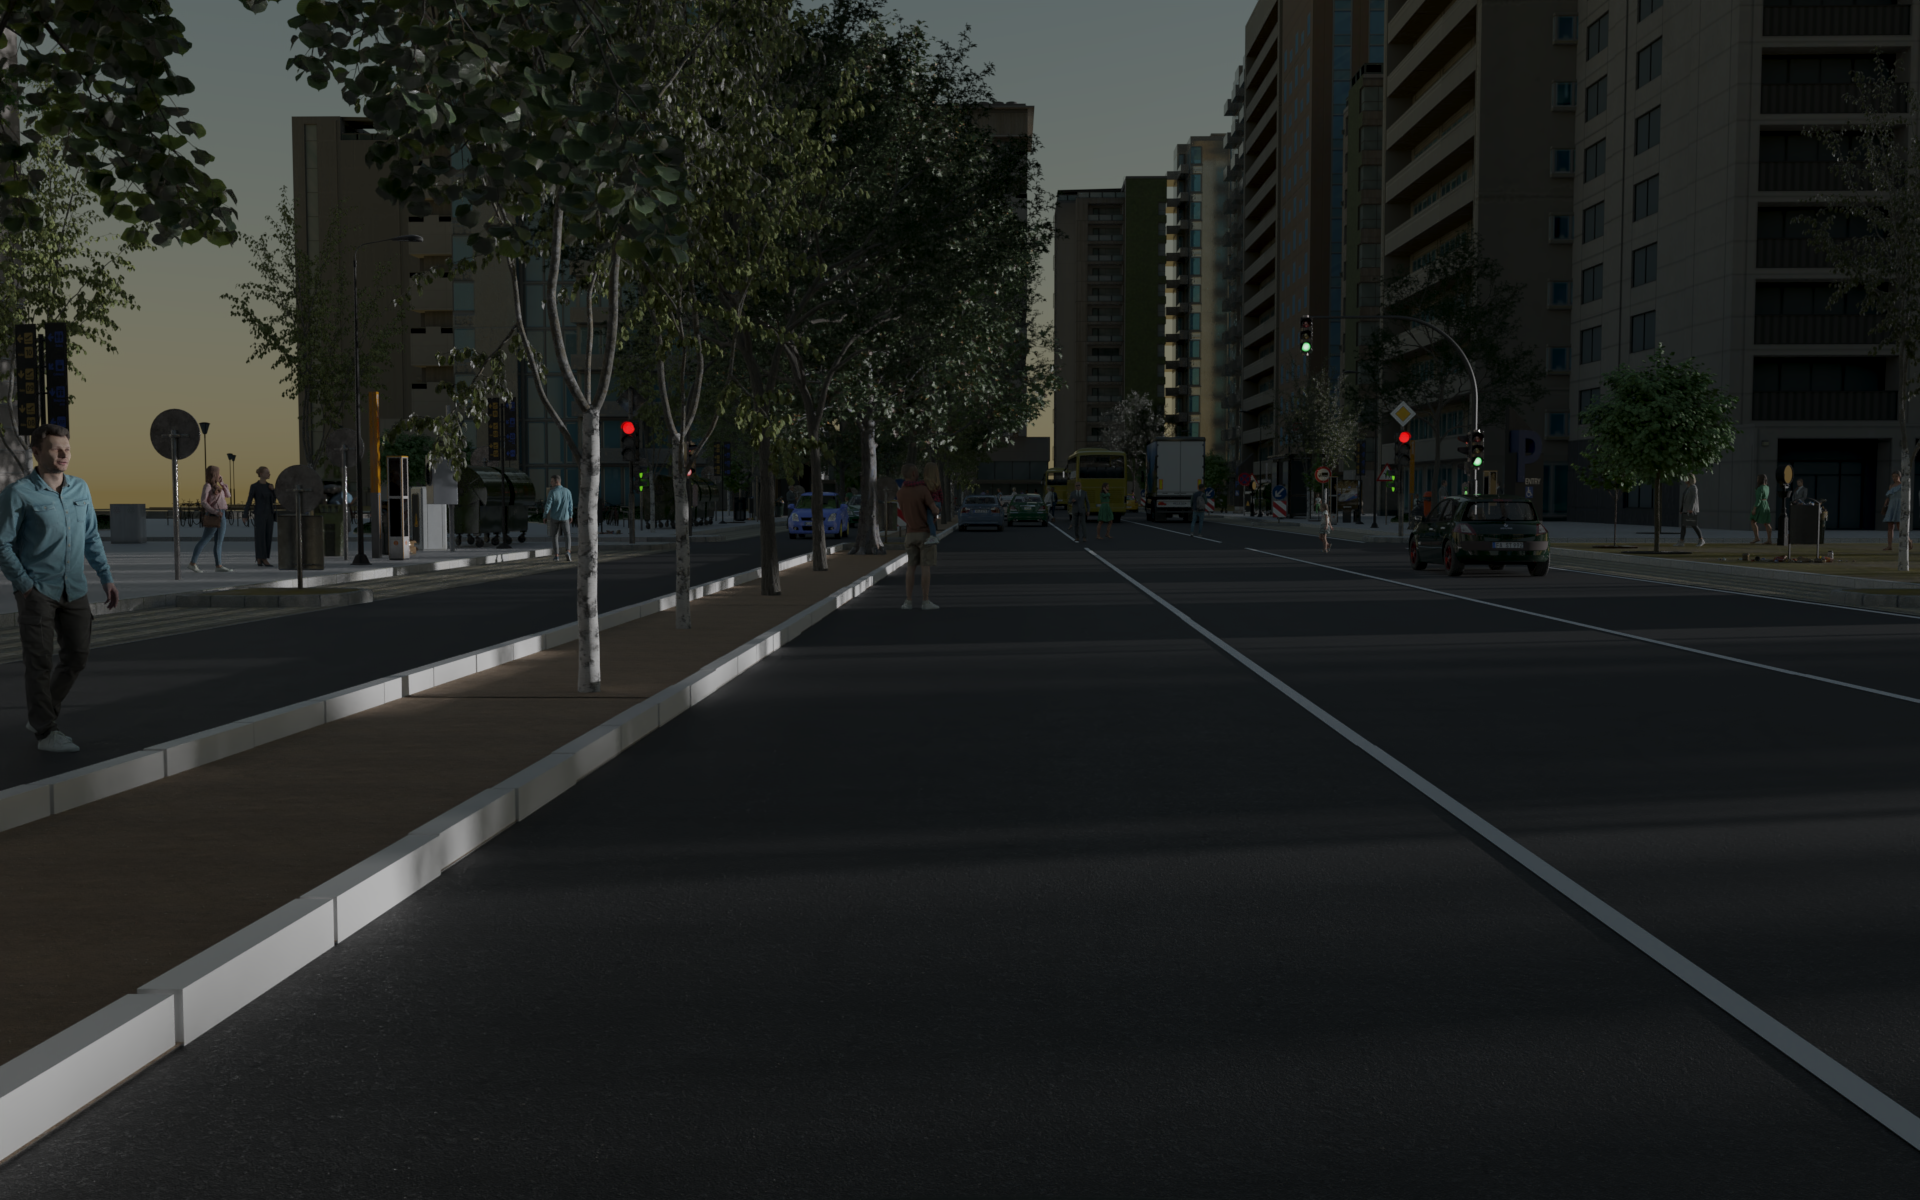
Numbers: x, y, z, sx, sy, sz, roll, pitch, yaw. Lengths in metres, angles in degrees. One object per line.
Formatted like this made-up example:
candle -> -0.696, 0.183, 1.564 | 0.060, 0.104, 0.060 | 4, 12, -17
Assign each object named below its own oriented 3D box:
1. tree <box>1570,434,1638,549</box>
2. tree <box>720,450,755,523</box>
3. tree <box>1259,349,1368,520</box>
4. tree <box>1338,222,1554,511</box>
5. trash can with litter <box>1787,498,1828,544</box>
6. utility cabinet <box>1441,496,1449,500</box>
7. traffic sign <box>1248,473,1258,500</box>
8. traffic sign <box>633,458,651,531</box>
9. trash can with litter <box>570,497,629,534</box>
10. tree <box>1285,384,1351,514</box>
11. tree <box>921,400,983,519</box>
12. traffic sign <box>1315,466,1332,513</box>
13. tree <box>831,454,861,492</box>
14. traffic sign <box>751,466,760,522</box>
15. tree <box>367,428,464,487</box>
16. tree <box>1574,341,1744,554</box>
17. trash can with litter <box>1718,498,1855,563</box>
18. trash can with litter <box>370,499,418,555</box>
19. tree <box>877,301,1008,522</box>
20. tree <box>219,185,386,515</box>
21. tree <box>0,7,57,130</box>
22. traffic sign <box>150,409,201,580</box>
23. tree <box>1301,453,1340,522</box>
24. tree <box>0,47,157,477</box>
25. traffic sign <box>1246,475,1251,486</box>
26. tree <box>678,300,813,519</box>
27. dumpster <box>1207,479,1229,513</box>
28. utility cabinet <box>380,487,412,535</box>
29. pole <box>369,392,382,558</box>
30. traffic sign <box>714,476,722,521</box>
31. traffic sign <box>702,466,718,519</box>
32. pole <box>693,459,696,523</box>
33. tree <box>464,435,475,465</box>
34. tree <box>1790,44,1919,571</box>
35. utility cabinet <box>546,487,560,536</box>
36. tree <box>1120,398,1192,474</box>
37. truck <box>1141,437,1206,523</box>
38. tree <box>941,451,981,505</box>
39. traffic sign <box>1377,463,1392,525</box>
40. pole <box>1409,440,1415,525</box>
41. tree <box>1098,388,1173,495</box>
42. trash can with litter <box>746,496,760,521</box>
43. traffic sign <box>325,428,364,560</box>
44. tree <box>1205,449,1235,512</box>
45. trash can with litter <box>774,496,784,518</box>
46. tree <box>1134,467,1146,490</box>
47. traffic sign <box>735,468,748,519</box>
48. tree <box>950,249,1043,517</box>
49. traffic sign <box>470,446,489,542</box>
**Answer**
tree -> 15.672, -2.852, 41.234 | 1.663, 3.219, 1.824 | 0, 3, 0
tree -> -9.853, -5.004, 76.421 | 1.663, 3.219, 1.824 | 0, 3, 0
tree -> 17.213, -8.310, 86.228 | 4.360, 8.622, 3.978 | 0, 3, 0
tree -> 16.554, -7.629, 59.146 | 7.601, 10.594, 8.767 | 1, 4, 10
trash can with litter -> 21.591, -2.011, 44.272 | 0.624, 1.170, 1.055 | -3, 4, -37
utility cabinet -> 16.042, -2.809, 57.095 | 0.306, 1.237, 1.020 | 1, 4, 19
traffic sign -> 18.032, -6.542, 106.958 | 0.884, 2.594, 0.081 | 1, 4, 9
traffic sign -> -11.173, -3.707, 60.710 | 0.768, 2.556, 0.104 | 1, 4, 9
trash can with litter -> -11.449, -2.714, 55.428 | 2.233, 1.210, 1.678 | 2, 4, 34
tree -> 23.139, -9.907, 112.338 | 4.737, 8.622, 4.395 | 0, 3, 0
tree -> -0.457, -8.876, 97.939 | 4.737, 8.622, 4.395 | 0, 3, 0
traffic sign -> 16.648, -4.852, 79.430 | 0.768, 2.556, 0.104 | 0, 4, 8
tree -> -8.701, -9.444, 138.128 | 4.285, 4.588, 4.351 | 0, 3, 0
traffic sign -> -9.301, -4.861, 79.479 | 0.884, 2.594, 0.081 | 0, 4, 5
tree -> -25.149, -5.770, 78.059 | 4.285, 4.588, 4.351 | 0, 3, 0
tree -> 15.102, -3.289, 37.488 | 4.285, 4.588, 4.351 | 0, 3, 0
trash can with litter -> 15.682, -1.340, 32.969 | 2.233, 1.210, 1.678 | 3, 5, 42
trash can with litter -> -11.968, -1.548, 36.700 | 0.624, 1.170, 1.055 | 1, 4, 11
tree -> -0.748, -10.345, 89.733 | 7.486, 12.596, 7.792 | 0, 3, 0
tree -> -15.689, -5.628, 42.384 | 4.737, 8.622, 4.395 | 0, 3, 0
tree -> -11.891, -5.455, 14.950 | 9.928, 11.665, 9.643 | 0, 3, 0
traffic sign -> -11.699, -1.573, 25.828 | 0.768, 2.556, 0.104 | 0, 4, 3
tree -> 16.743, -5.303, 81.297 | 1.663, 3.219, 1.824 | 0, 3, 0
tree -> -15.655, -4.806, 28.944 | 4.737, 8.622, 4.395 | 0, 3, 0
traffic sign -> 18.887, -6.875, 112.415 | 0.884, 2.594, 0.081 | 0, 4, 3
tree -> -10.700, -10.391, 88.024 | 7.486, 12.596, 7.792 | 0, 3, 0
dumpster -> 17.274, -6.968, 116.420 | 1.502, 2.255, 1.985 | 0, 4, 2
utility cabinet -> -17.143, -2.708, 52.956 | 1.173, 1.500, 0.318 | -1, 4, -19
pole -> -11.686, -2.494, 34.614 | 0.158, 3.312, 0.155 | 0, 3, 0
traffic sign -> -11.505, -4.984, 81.600 | 0.768, 2.556, 0.104 | 0, 4, 2
traffic sign -> -11.288, -4.767, 78.047 | 0.768, 2.556, 0.104 | 0, 4, 2
pole -> -11.736, -5.044, 76.317 | 0.158, 3.312, 0.155 | 0, 3, 0
tree -> -25.480, -6.286, 86.487 | 4.285, 4.588, 4.351 | 0, 3, 0
tree -> 15.961, -4.784, 28.586 | 4.360, 8.622, 3.978 | 0, 3, 0
utility cabinet -> -12.339, -2.680, 52.496 | 0.318, 1.500, 1.173 | -1, 4, -18
tree -> 19.055, -14.182, 166.283 | 8.767, 10.594, 7.601 | 1, 4, 22
truck -> 11.096, -6.211, 90.463 | 2.839, 4.237, 11.283 | 0, 4, 3
tree -> 0.162, -10.097, 117.905 | 4.360, 8.622, 3.978 | 0, 3, 0
traffic sign -> 17.678, -4.390, 71.773 | 0.884, 2.594, 0.081 | 0, 4, 4
pole -> 17.179, -4.404, 65.851 | 0.158, 3.312, 0.155 | 0, 3, 0
tree -> 20.205, -17.754, 200.649 | 12.009, 13.543, 11.850 | 0, 3, 0
trash can with litter -> -10.058, -4.519, 84.946 | 1.678, 1.210, 2.233 | 0, 4, 5
traffic sign -> -11.907, -2.044, 33.522 | 0.768, 2.556, 0.104 | 0, 4, 4
tree -> 17.776, -8.468, 122.165 | 4.285, 4.588, 4.351 | 0, 3, 0
trash can with litter -> -10.110, -5.073, 94.338 | 1.055, 1.170, 0.624 | 0, 4, -1
tree -> 20.247, -12.312, 185.022 | 4.285, 4.588, 4.351 | 0, 3, 0
traffic sign -> -10.422, -5.021, 82.191 | 0.768, 2.556, 0.104 | 0, 4, 6
tree -> -1.733, -15.170, 106.383 | 12.611, 20.169, 13.585 | 0, 3, 0
traffic sign -> -12.616, -2.806, 45.978 | 0.768, 2.556, 0.104 | 0, 4, 3
